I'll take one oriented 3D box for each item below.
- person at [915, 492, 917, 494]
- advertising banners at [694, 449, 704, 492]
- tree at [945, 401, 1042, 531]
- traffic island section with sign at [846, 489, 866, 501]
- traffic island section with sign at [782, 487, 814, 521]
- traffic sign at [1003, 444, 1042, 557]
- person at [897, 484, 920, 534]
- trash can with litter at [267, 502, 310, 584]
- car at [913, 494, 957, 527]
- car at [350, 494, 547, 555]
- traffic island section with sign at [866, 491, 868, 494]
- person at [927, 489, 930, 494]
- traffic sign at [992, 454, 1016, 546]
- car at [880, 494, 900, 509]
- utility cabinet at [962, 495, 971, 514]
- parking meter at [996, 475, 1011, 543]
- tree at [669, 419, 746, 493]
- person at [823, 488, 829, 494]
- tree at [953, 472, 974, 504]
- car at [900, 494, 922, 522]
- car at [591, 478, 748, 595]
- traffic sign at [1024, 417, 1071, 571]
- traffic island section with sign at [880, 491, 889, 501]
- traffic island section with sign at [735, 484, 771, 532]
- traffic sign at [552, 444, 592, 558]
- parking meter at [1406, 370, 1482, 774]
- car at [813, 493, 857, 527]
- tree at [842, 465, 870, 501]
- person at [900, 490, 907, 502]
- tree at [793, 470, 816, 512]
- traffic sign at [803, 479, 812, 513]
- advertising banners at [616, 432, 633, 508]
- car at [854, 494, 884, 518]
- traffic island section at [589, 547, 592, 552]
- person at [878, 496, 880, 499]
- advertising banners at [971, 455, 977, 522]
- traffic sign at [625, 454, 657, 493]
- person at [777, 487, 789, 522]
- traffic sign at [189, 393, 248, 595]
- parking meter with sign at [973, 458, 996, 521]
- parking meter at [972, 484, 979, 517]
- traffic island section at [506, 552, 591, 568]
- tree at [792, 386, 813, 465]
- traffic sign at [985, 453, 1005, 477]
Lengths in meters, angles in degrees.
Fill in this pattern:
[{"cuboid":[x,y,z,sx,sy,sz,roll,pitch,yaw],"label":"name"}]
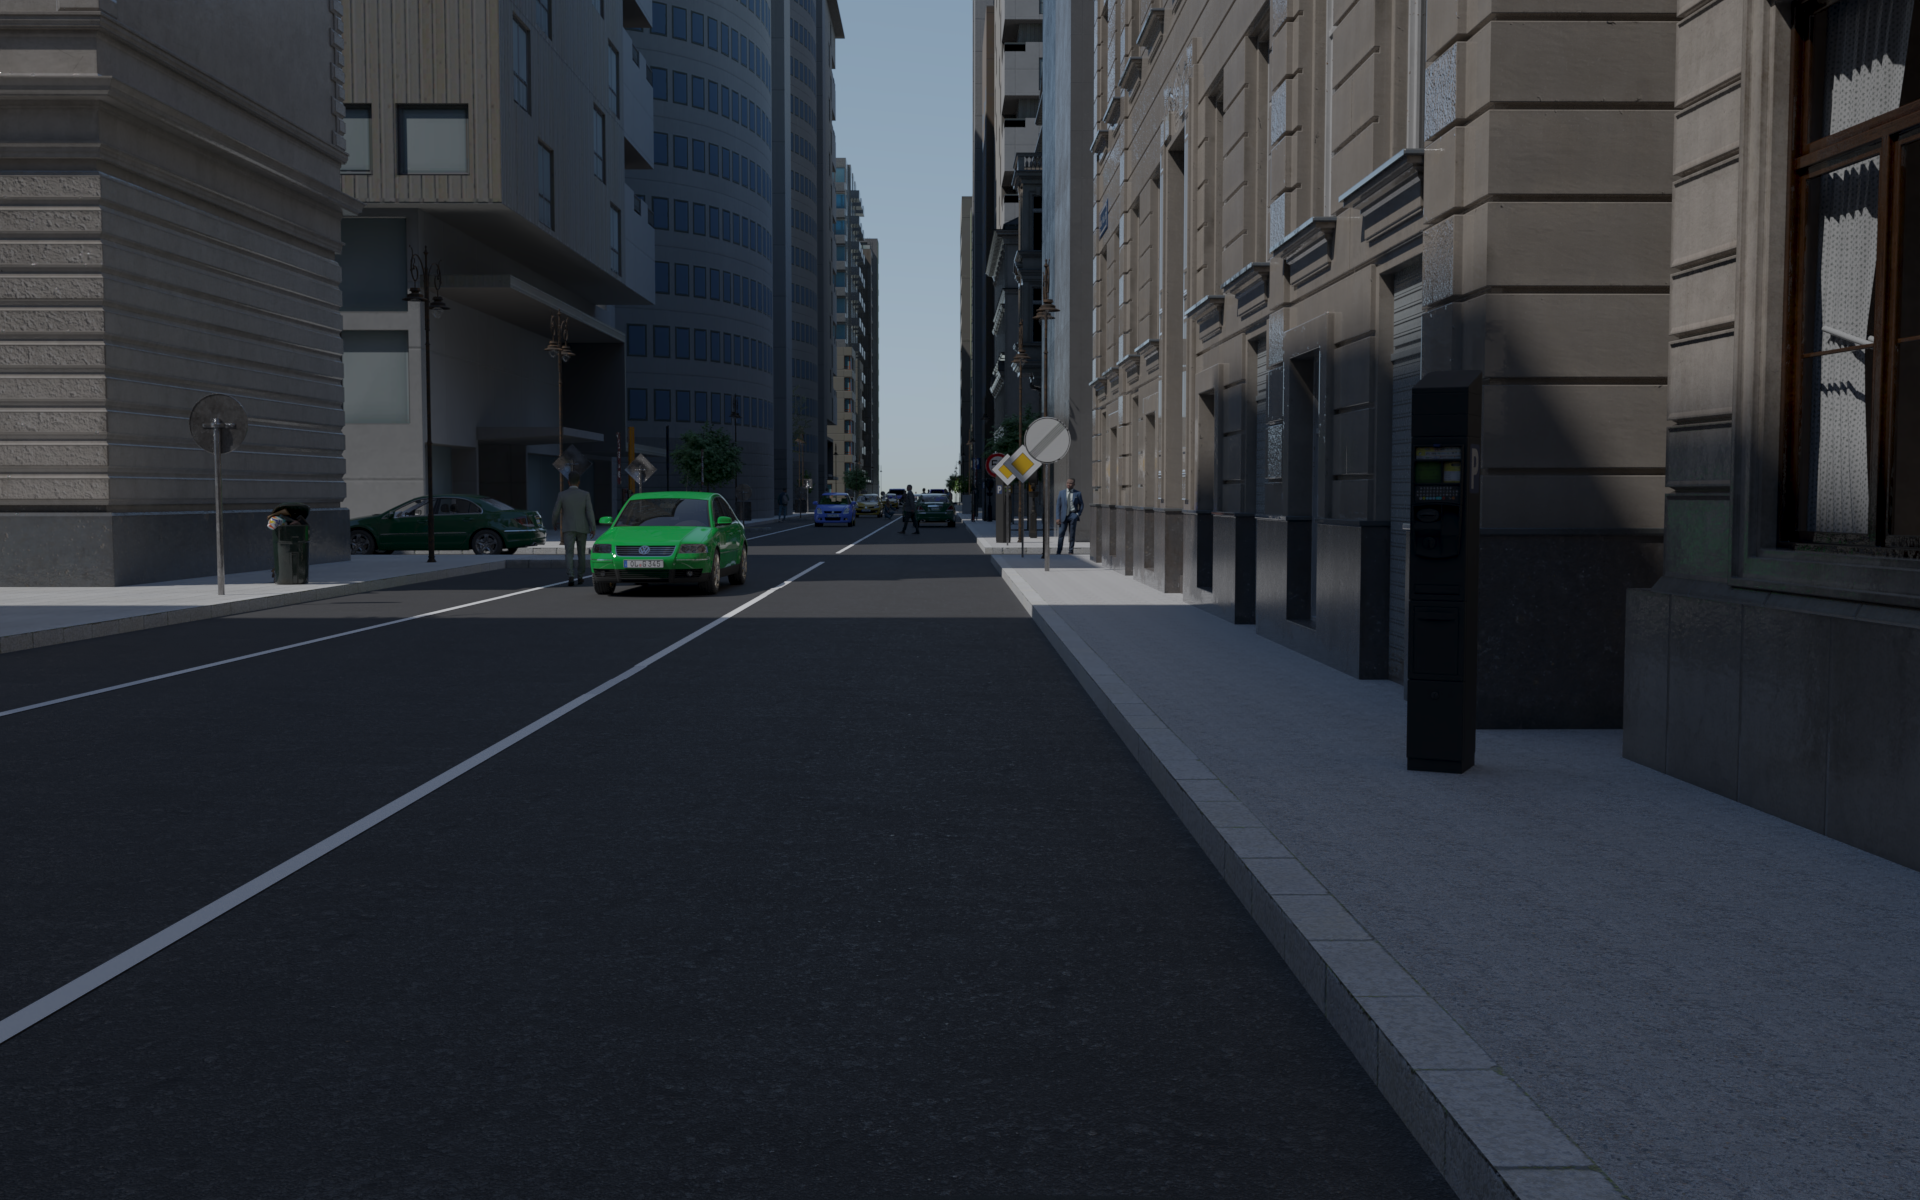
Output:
[{"cuboid":[-5.528,-12.810,218.647,1.217,1.736,0.721,-1,4,-20],"label":"person"},{"cuboid":[-10.079,-4.329,66.960,0.090,3.025,2.074,0,4,2],"label":"advertising banners"},{"cuboid":[2.351,-4.734,61.113,4.285,4.588,4.351,0,3,0],"label":"tree"},{"cuboid":[-9.028,-8.199,142.681,1.989,1.847,2.006,0,4,-1],"label":"traffic island section with sign"},{"cuboid":[-8.490,-5.141,92.677,1.989,1.847,2.006,0,4,-1],"label":"traffic island section with sign"},{"cuboid":[1.267,-1.921,35.051,0.795,2.450,0.064,0,4,-1],"label":"traffic sign"},{"cuboid":[-1.849,-3.240,61.864,0.834,1.777,0.661,0,4,-7],"label":"person"},{"cuboid":[-9.673,-0.820,24.791,0.624,1.170,1.055,-2,4,-33],"label":"trash can with litter"},{"cuboid":[-1.153,-3.940,76.209,2.131,1.459,4.920,0,4,-3],"label":"car"},{"cuboid":[-11.878,-1.675,39.188,4.920,1.459,2.131,0,4,-2],"label":"car"},{"cuboid":[-9.337,-9.872,170.027,1.989,1.847,2.006,0,4,-1],"label":"traffic island section with sign"},{"cuboid":[-2.496,-7.984,139.017,1.348,1.826,0.705,3,5,40],"label":"person"},{"cuboid":[1.179,-2.409,43.036,0.795,2.450,0.064,0,4,-1],"label":"traffic sign"},{"cuboid":[-6.673,-9.427,164.355,2.015,1.641,3.980,0,4,0],"label":"car"},{"cuboid":[0.648,-6.170,112.038,1.020,1.237,0.306,0,4,1],"label":"utility cabinet"},{"cuboid":[1.143,-2.428,45.414,0.255,1.863,0.399,-2,4,-35],"label":"parking meter"},{"cuboid":[-11.096,-5.652,76.118,4.285,4.588,4.351,0,3,0],"label":"tree"},{"cuboid":[-7.878,-5.740,102.440,0.391,1.810,0.635,-3,5,-41],"label":"person"},{"cuboid":[0.746,-8.900,140.120,1.663,3.219,1.824,0,3,0],"label":"tree"},{"cuboid":[-2.078,-4.834,90.831,2.131,1.459,4.920,0,4,0],"label":"car"},{"cuboid":[-4.318,-1.060,26.121,1.959,1.807,4.718,0,4,1],"label":"car"},{"cuboid":[1.448,-1.749,28.704,0.768,2.556,0.104,0,4,5],"label":"traffic sign"},{"cuboid":[-10.227,-14.886,252.015,1.989,1.847,2.006,0,4,-1],"label":"traffic island section with sign"},{"cuboid":[-8.199,-3.492,65.724,1.989,1.847,2.006,0,4,-1],"label":"traffic island section with sign"},{"cuboid":[-7.827,-1.916,34.973,0.795,2.450,0.064,0,4,-1],"label":"traffic sign"},{"cuboid":[2.253,-0.143,8.057,0.255,1.863,0.399,2,4,27],"label":"parking meter"},{"cuboid":[-5.542,-4.116,76.891,1.945,1.707,3.694,0,4,-1],"label":"car"},{"cuboid":[-11.721,-12.941,195.295,4.285,4.588,4.351,0,3,0],"label":"tree"},{"cuboid":[-4.792,-8.665,150.733,0.990,1.755,0.434,-1,4,-23],"label":"person"},{"cuboid":[-11.173,-8.090,126.878,1.663,3.219,1.824,0,3,0],"label":"tree"},{"cuboid":[-10.400,-7.107,118.321,0.606,2.300,0.079,1,4,8],"label":"traffic sign"},{"cuboid":[-9.605,-3.265,49.577,0.090,3.025,2.074,0,4,1],"label":"advertising banners"},{"cuboid":[-5.634,-5.852,105.910,2.015,1.641,3.980,0,4,0],"label":"car"},{"cuboid":[-7.938,-1.268,43.019,2.009,0.180,2.903,0,4,-1],"label":"traffic island section"},{"cuboid":[-9.942,-12.078,209.161,0.799,1.438,0.628,2,4,29],"label":"person"},{"cuboid":[0.632,-5.083,79.296,0.090,3.025,2.074,0,4,-5],"label":"advertising banners"},{"cuboid":[-7.914,-2.405,42.957,0.795,2.450,0.064,0,4,-1],"label":"traffic sign"},{"cuboid":[-9.014,-4.865,88.395,0.623,1.781,0.721,0,4,-4],"label":"person"},{"cuboid":[-9.386,-1.335,21.930,0.768,2.556,0.104,0,4,4],"label":"traffic sign"},{"cuboid":[1.478,-5.391,84.400,1.738,3.016,0.543,-3,4,-36],"label":"parking meter with sign"},{"cuboid":[0.869,-5.621,97.620,0.399,1.863,0.255,0,4,4],"label":"parking meter"},{"cuboid":[-7.850,-0.780,35.034,2.009,0.180,2.903,0,4,-1],"label":"traffic island section"},{"cuboid":[-11.433,-9.845,111.328,4.360,8.622,3.978,0,3,0],"label":"tree"},{"cuboid":[1.170,-3.268,53.542,0.768,2.556,0.104,0,4,1],"label":"traffic sign"}]
